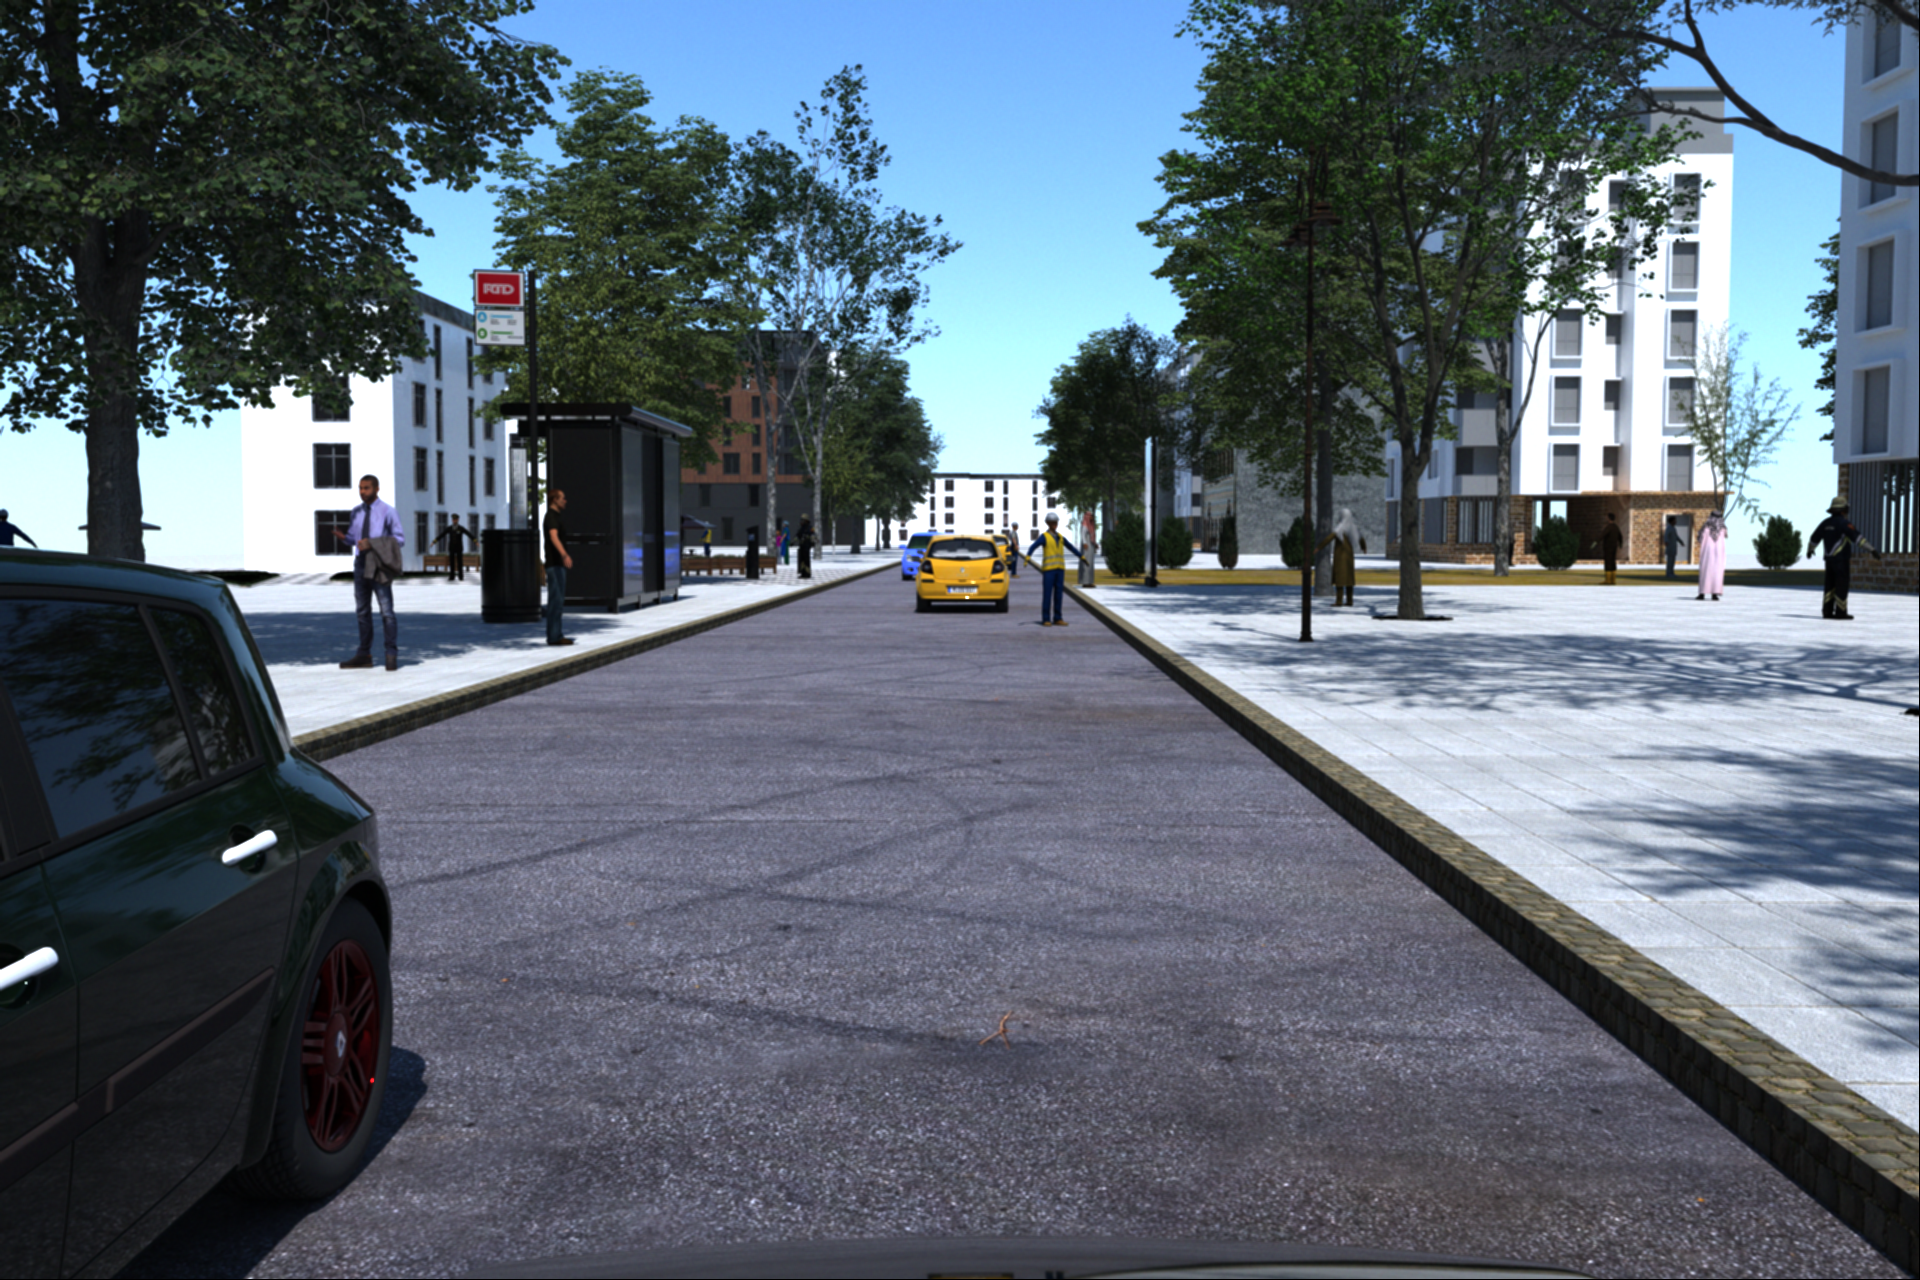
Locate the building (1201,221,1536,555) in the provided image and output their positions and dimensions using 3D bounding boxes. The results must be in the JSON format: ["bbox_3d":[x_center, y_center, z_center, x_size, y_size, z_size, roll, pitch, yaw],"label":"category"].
[{"bbox_3d":[26.544,-17.420,115.738,19.493,23.208,18.063,0,4,1],"label":"building"}]

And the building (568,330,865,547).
[{"bbox_3d":[-25.245,-21.162,189.967,27.936,21.610,32.646,0,3,0],"label":"building"}]

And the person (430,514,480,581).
[{"bbox_3d":[-13.826,-2.541,47.473,1.347,1.837,0.705,0,4,-4],"label":"person"}]

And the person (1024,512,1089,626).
[{"bbox_3d":[1.492,-1.105,26.983,1.216,1.772,0.721,-2,4,-32],"label":"person"}]

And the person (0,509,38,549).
[{"bbox_3d":[-21.449,-2.019,38.886,1.347,1.842,0.705,-2,4,-25],"label":"person"}]

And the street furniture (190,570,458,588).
[{"bbox_3d":[-29.362,-2.666,48.612,27.439,1.986,14.083,0,4,7],"label":"street furniture"}]

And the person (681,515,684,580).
[{"bbox_3d":[-7.818,-2.554,47.908,0.704,1.843,1.345,0,4,-6],"label":"person"}]

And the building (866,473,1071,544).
[{"bbox_3d":[1.305,-17.941,237.944,28.070,9.664,9.099,0,4,0],"label":"building"}]

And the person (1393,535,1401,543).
[{"bbox_3d":[17.331,-3.708,67.421,1.217,1.733,0.721,-2,4,-30],"label":"person"}]

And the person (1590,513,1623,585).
[{"bbox_3d":[16.368,-2.296,43.682,1.346,1.812,0.704,-3,4,-38],"label":"person"}]

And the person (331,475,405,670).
[{"bbox_3d":[-5.605,-0.636,16.304,0.709,1.838,0.599,1,4,17],"label":"person"}]

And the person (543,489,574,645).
[{"bbox_3d":[-4.653,-0.847,20.073,0.705,1.803,1.348,-1,4,-16],"label":"person"}]

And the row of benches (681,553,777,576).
[{"bbox_3d":[-7.297,-2.386,54.480,1.422,0.672,4.104,3,4,38],"label":"row of benches"}]

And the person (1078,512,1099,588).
[{"bbox_3d":[3.065,-2.145,41.223,0.704,1.811,1.347,1,4,17],"label":"person"}]

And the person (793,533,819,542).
[{"bbox_3d":[-7.094,-4.473,79.316,1.347,1.806,0.705,-2,4,-35],"label":"person"}]

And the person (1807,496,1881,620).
[{"bbox_3d":[13.221,-1.235,26.054,0.704,1.845,1.351,-1,4,-18],"label":"person"}]

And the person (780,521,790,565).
[{"bbox_3d":[-7.186,-3.979,71.186,0.704,1.817,1.347,0,4,4],"label":"person"}]

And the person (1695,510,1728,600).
[{"bbox_3d":[14.609,-1.645,33.606,0.551,1.740,0.621,0,4,-1],"label":"person"}]

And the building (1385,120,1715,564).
[{"bbox_3d":[26.506,-14.020,85.649,16.016,20.090,11.380,0,4,1],"label":"building"}]

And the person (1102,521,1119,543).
[{"bbox_3d":[5.696,-3.440,62.516,1.348,1.796,0.705,3,5,44],"label":"person"}]

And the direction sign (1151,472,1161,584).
[{"bbox_3d":[4.953,-3.194,44.222,0.379,3.537,0.876,0,4,-1],"label":"direction sign"}]

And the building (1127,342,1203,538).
[{"bbox_3d":[28.117,-21.749,186.525,19.493,23.208,18.063,0,4,1],"label":"building"}]

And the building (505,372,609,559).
[{"bbox_3d":[-24.869,-9.894,103.919,9.099,9.664,28.070,0,4,1],"label":"building"}]

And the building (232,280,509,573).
[{"bbox_3d":[-23.101,-7.904,71.370,9.099,9.664,28.070,0,4,0],"label":"building"}]

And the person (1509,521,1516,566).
[{"bbox_3d":[21.939,-3.836,68.848,0.705,1.813,1.348,1,4,15],"label":"person"}]

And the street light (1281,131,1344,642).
[{"bbox_3d":[4.125,-2.916,20.467,0.468,5.910,1.993,0,4,1],"label":"street light"}]

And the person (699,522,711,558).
[{"bbox_3d":[-11.539,-4.453,78.778,0.705,1.833,1.349,1,4,10],"label":"person"}]

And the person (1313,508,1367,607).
[{"bbox_3d":[6.748,-1.462,30.679,1.217,1.736,0.721,-2,4,-30],"label":"person"}]

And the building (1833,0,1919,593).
[{"bbox_3d":[25.676,-11.131,38.417,16.016,20.090,11.380,0,4,1],"label":"building"}]

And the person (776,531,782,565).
[{"bbox_3d":[-7.654,-3.864,72.446,0.991,1.433,0.599,3,5,43],"label":"person"}]

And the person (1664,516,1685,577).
[{"bbox_3d":[21.249,-2.781,51.653,0.705,1.806,1.347,3,5,43],"label":"person"}]

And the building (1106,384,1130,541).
[{"bbox_3d":[26.864,-21.114,211.666,16.747,18.905,31.486,0,4,1],"label":"building"}]

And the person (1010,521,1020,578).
[{"bbox_3d":[1.818,-2.963,56.762,0.705,1.847,1.347,0,4,1],"label":"person"}]

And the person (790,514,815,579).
[{"bbox_3d":[-4.479,-2.695,49.837,0.705,1.856,1.354,-2,4,-34],"label":"person"}]

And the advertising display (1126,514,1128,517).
[{"bbox_3d":[5.305,-3.056,55.187,0.123,1.923,0.974,0,4,1],"label":"advertising display"}]

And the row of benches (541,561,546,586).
[{"bbox_3d":[-10.928,-1.752,44.109,1.422,0.672,4.104,-1,4,-15],"label":"row of benches"}]

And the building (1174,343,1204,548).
[{"bbox_3d":[26.476,-19.264,171.380,16.016,20.090,11.380,0,4,1],"label":"building"}]
